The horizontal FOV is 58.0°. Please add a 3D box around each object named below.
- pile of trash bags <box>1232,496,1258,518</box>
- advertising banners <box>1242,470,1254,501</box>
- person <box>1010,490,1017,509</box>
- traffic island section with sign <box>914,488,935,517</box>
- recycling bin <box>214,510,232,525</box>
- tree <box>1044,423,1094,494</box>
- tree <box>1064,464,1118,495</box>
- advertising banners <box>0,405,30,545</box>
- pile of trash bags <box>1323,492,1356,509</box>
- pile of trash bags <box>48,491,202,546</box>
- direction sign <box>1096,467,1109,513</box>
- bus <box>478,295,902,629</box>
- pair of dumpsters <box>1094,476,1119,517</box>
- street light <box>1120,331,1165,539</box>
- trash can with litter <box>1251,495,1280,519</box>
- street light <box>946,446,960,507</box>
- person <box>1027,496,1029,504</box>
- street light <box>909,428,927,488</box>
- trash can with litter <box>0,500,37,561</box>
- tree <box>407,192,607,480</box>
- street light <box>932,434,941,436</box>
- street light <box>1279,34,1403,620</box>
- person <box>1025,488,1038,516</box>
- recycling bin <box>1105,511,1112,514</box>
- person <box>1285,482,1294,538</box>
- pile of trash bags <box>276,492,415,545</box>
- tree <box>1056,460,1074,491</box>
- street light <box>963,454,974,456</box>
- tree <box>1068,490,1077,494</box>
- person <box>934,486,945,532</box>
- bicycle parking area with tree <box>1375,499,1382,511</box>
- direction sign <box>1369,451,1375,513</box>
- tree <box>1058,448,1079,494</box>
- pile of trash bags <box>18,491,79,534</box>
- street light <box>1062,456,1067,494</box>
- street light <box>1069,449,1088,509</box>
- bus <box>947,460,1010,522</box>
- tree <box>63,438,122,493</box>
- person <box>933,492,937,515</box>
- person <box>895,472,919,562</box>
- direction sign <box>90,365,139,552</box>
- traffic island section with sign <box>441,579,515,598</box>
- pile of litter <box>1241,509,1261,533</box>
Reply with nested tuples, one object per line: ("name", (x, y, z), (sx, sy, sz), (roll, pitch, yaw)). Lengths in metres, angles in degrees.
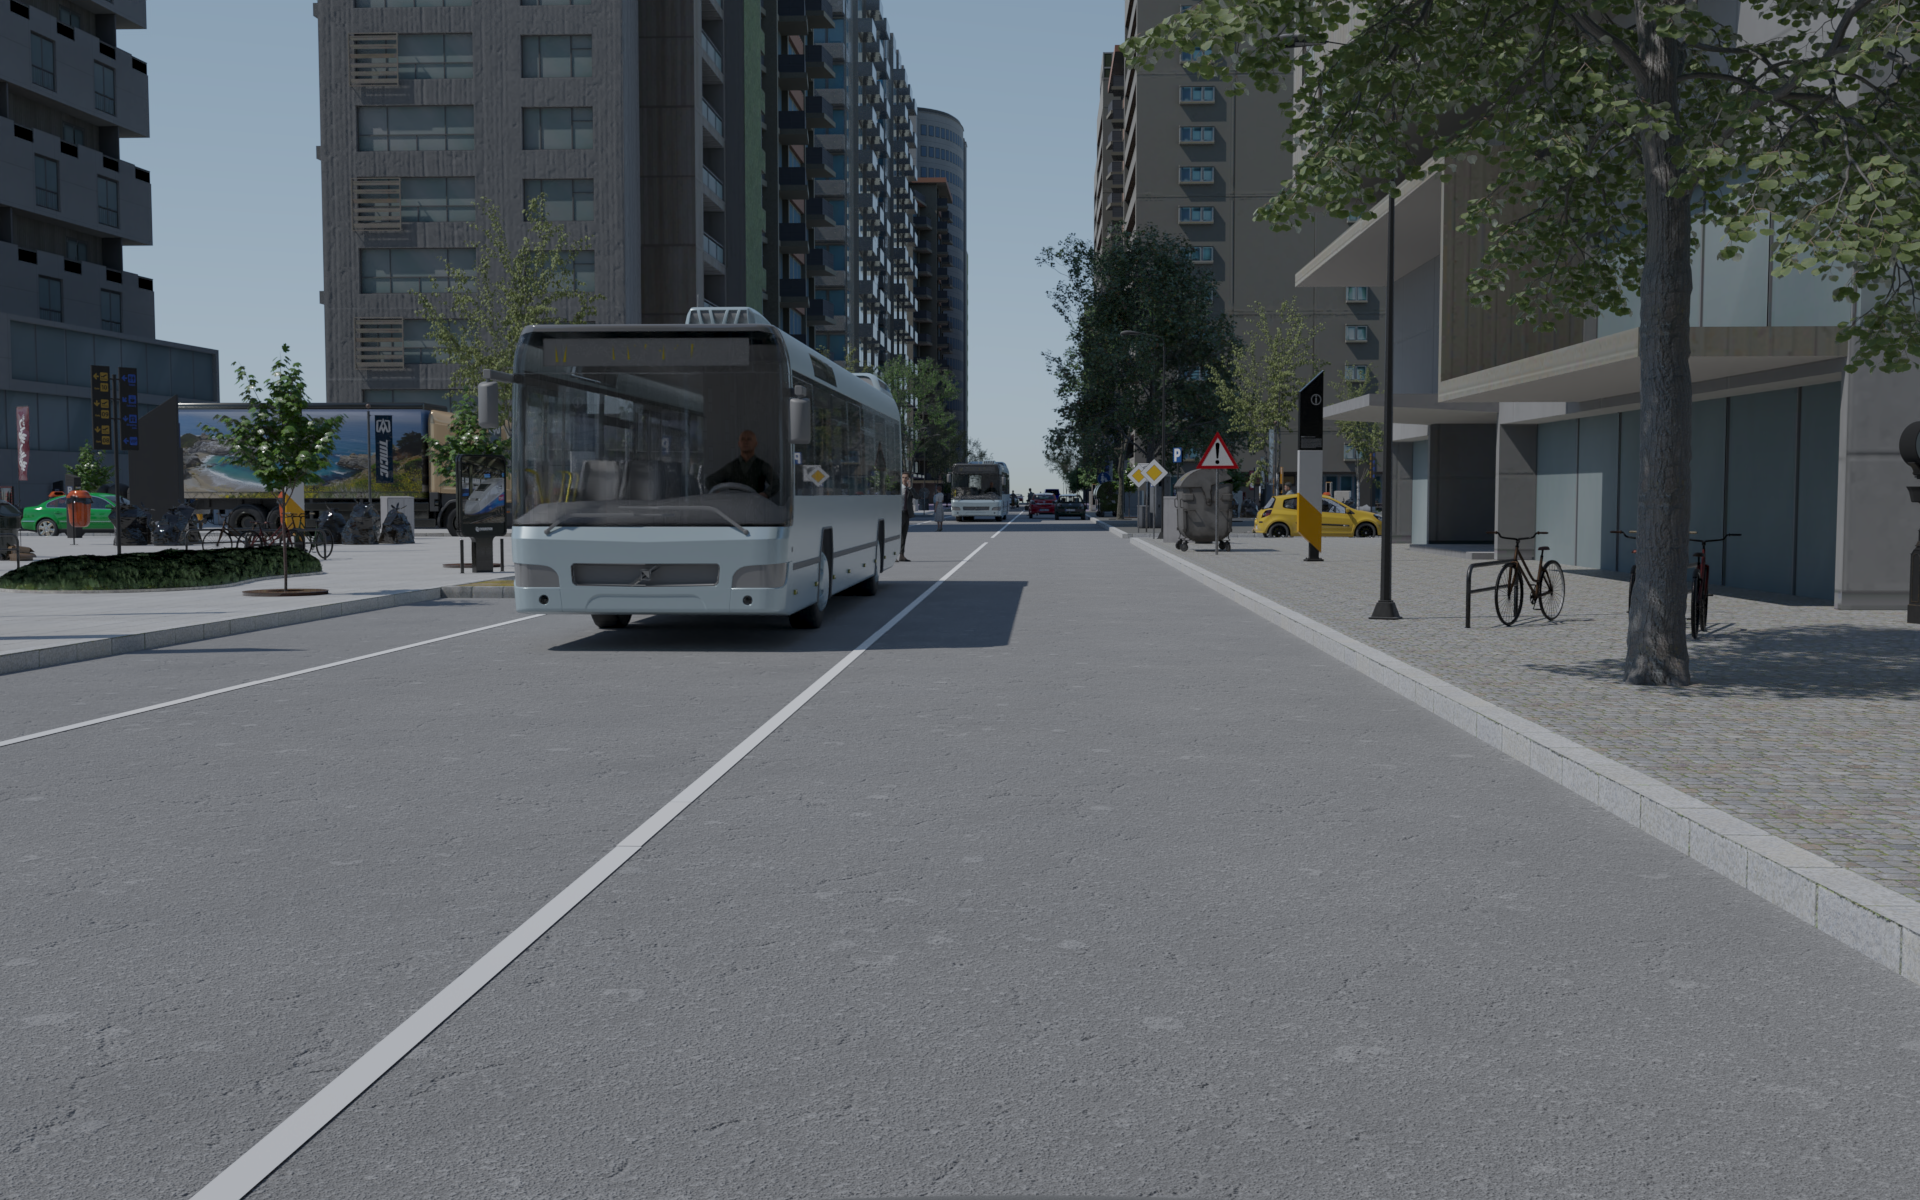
("pile of trash bags", (14.384, -5.117, 93.418), (3.447, 1.369, 1.912), (1, 4, 10))
("advertising banners", (20.768, -8.028, 127.449), (2.074, 3.025, 0.090), (0, 4, -6))
("person", (5.167, -9.850, 169.556), (1.348, 1.824, 0.705), (-3, 5, -43))
("traffic island section with sign", (-2.167, -6.027, 107.162), (1.989, 1.847, 2.006), (0, 4, 3))
("recycling bin", (-30.528, -3.640, 72.063), (0.722, 1.027, 0.722), (1, 4, 17))
("tree", (13.987, -17.206, 215.733), (8.767, 10.594, 7.601), (2, 4, 29))
("tree", (11.101, -9.408, 137.535), (4.285, 4.588, 4.351), (0, 3, 0))
("advertising banners", (-19.197, -2.366, 34.867), (2.074, 3.025, 0.090), (3, 4, 37))
("pile of trash bags", (19.581, -4.954, 90.743), (1.912, 1.369, 3.447), (0, 4, -4))
("pile of trash bags", (-20.875, -2.073, 43.641), (3.447, 1.369, 1.912), (0, 4, 6))
("direction sign", (8.956, -7.140, 108.741), (0.876, 3.537, 0.379), (-2, 4, -25))
("bus", (-2.546, -1.616, 21.283), (2.948, 3.499, 13.247), (0, 4, 3))
("pair of dumpsters", (8.332, -5.781, 97.019), (1.574, 2.255, 4.437), (0, 4, 3))
("street light", (5.262, -4.700, 49.382), (1.470, 5.913, 1.316), (0, 4, 3))
("trash can with litter", (15.870, -4.709, 88.043), (2.233, 1.210, 1.678), (1, 4, 13))
("street light", (-0.723, -11.870, 166.612), (1.470, 5.913, 1.316), (0, 4, 3))
("person", (9.656, -14.343, 244.473), (0.415, 1.643, 0.593), (0, 4, 4))
("street light", (-2.980, -9.091, 121.183), (1.470, 5.913, 1.316), (0, 4, 3))
("trash can with litter", (-18.234, -1.346, 33.393), (1.055, 1.170, 0.624), (2, 4, 26))
("tree", (-10.711, -5.582, 41.624), (4.737, 8.622, 4.395), (0, 3, 0))
("street light", (-2.217, -9.932, 134.922), (1.470, 5.913, 1.316), (0, 4, 3))
("street light", (3.831, -2.759, 17.647), (1.470, 5.913, 1.316), (0, 4, 3))
("person", (4.680, -6.418, 113.399), (0.822, 1.834, 0.622), (3, 4, 38))
("recycling bin", (9.348, -5.991, 110.509), (0.722, 1.027, 0.722), (0, 4, 0))
("person", (10.306, -2.809, 54.602), (0.466, 1.800, 0.511), (1, 4, 11))
("pile of trash bags", (-15.714, -2.092, 43.951), (1.912, 1.369, 3.447), (2, 4, 35))
("tree", (17.366, -20.287, 282.052), (4.360, 8.622, 3.978), (0, 3, 0))
("street light", (0.863, -13.846, 198.917), (1.470, 5.913, 1.316), (0, 4, 3))
("tree", (16.971, -16.048, 256.992), (1.663, 3.219, 1.824), (0, 3, 0))
("person", (-0.856, -3.505, 66.380), (0.524, 1.755, 0.480), (2, 4, 35))
("bicycle parking area with tree", (33.506, -8.522, 126.328), (9.016, 4.147, 8.231), (3, 5, 40))
("direction sign", (21.759, -6.085, 91.487), (0.379, 3.537, 0.876), (0, 4, -6))
("tree", (15.649, -18.107, 246.406), (4.737, 8.622, 4.395), (0, 3, 0))
("pile of trash bags", (-33.019, -3.102, 60.473), (3.447, 1.369, 1.912), (-3, 5, -44))
("street light", (11.473, -12.518, 177.208), (1.470, 5.913, 1.316), (0, 4, 3))
("street light", (10.032, -10.544, 144.928), (1.470, 5.913, 1.316), (0, 4, 3))
("bus", (1.175, -6.016, 93.217), (2.948, 3.499, 13.247), (0, 4, 4))
("tree", (-30.332, -4.009, 60.155), (1.663, 3.219, 1.824), (0, 3, 0))
("person", (-1.712, -6.715, 120.102), (0.330, 1.601, 0.589), (2, 4, 25))
("person", (-1.191, -1.758, 36.608), (0.648, 1.900, 0.474), (-2, 4, -32))
("direction sign", (-15.012, -2.375, 30.832), (0.379, 3.537, 0.876), (2, 4, 30))
("traffic island section with sign", (-6.135, -0.987, 24.767), (1.989, 1.847, 2.006), (0, 4, 3))
("pile of litter", (10.151, -2.638, 57.100), (1.719, 0.858, 1.176), (3, 5, 39))
